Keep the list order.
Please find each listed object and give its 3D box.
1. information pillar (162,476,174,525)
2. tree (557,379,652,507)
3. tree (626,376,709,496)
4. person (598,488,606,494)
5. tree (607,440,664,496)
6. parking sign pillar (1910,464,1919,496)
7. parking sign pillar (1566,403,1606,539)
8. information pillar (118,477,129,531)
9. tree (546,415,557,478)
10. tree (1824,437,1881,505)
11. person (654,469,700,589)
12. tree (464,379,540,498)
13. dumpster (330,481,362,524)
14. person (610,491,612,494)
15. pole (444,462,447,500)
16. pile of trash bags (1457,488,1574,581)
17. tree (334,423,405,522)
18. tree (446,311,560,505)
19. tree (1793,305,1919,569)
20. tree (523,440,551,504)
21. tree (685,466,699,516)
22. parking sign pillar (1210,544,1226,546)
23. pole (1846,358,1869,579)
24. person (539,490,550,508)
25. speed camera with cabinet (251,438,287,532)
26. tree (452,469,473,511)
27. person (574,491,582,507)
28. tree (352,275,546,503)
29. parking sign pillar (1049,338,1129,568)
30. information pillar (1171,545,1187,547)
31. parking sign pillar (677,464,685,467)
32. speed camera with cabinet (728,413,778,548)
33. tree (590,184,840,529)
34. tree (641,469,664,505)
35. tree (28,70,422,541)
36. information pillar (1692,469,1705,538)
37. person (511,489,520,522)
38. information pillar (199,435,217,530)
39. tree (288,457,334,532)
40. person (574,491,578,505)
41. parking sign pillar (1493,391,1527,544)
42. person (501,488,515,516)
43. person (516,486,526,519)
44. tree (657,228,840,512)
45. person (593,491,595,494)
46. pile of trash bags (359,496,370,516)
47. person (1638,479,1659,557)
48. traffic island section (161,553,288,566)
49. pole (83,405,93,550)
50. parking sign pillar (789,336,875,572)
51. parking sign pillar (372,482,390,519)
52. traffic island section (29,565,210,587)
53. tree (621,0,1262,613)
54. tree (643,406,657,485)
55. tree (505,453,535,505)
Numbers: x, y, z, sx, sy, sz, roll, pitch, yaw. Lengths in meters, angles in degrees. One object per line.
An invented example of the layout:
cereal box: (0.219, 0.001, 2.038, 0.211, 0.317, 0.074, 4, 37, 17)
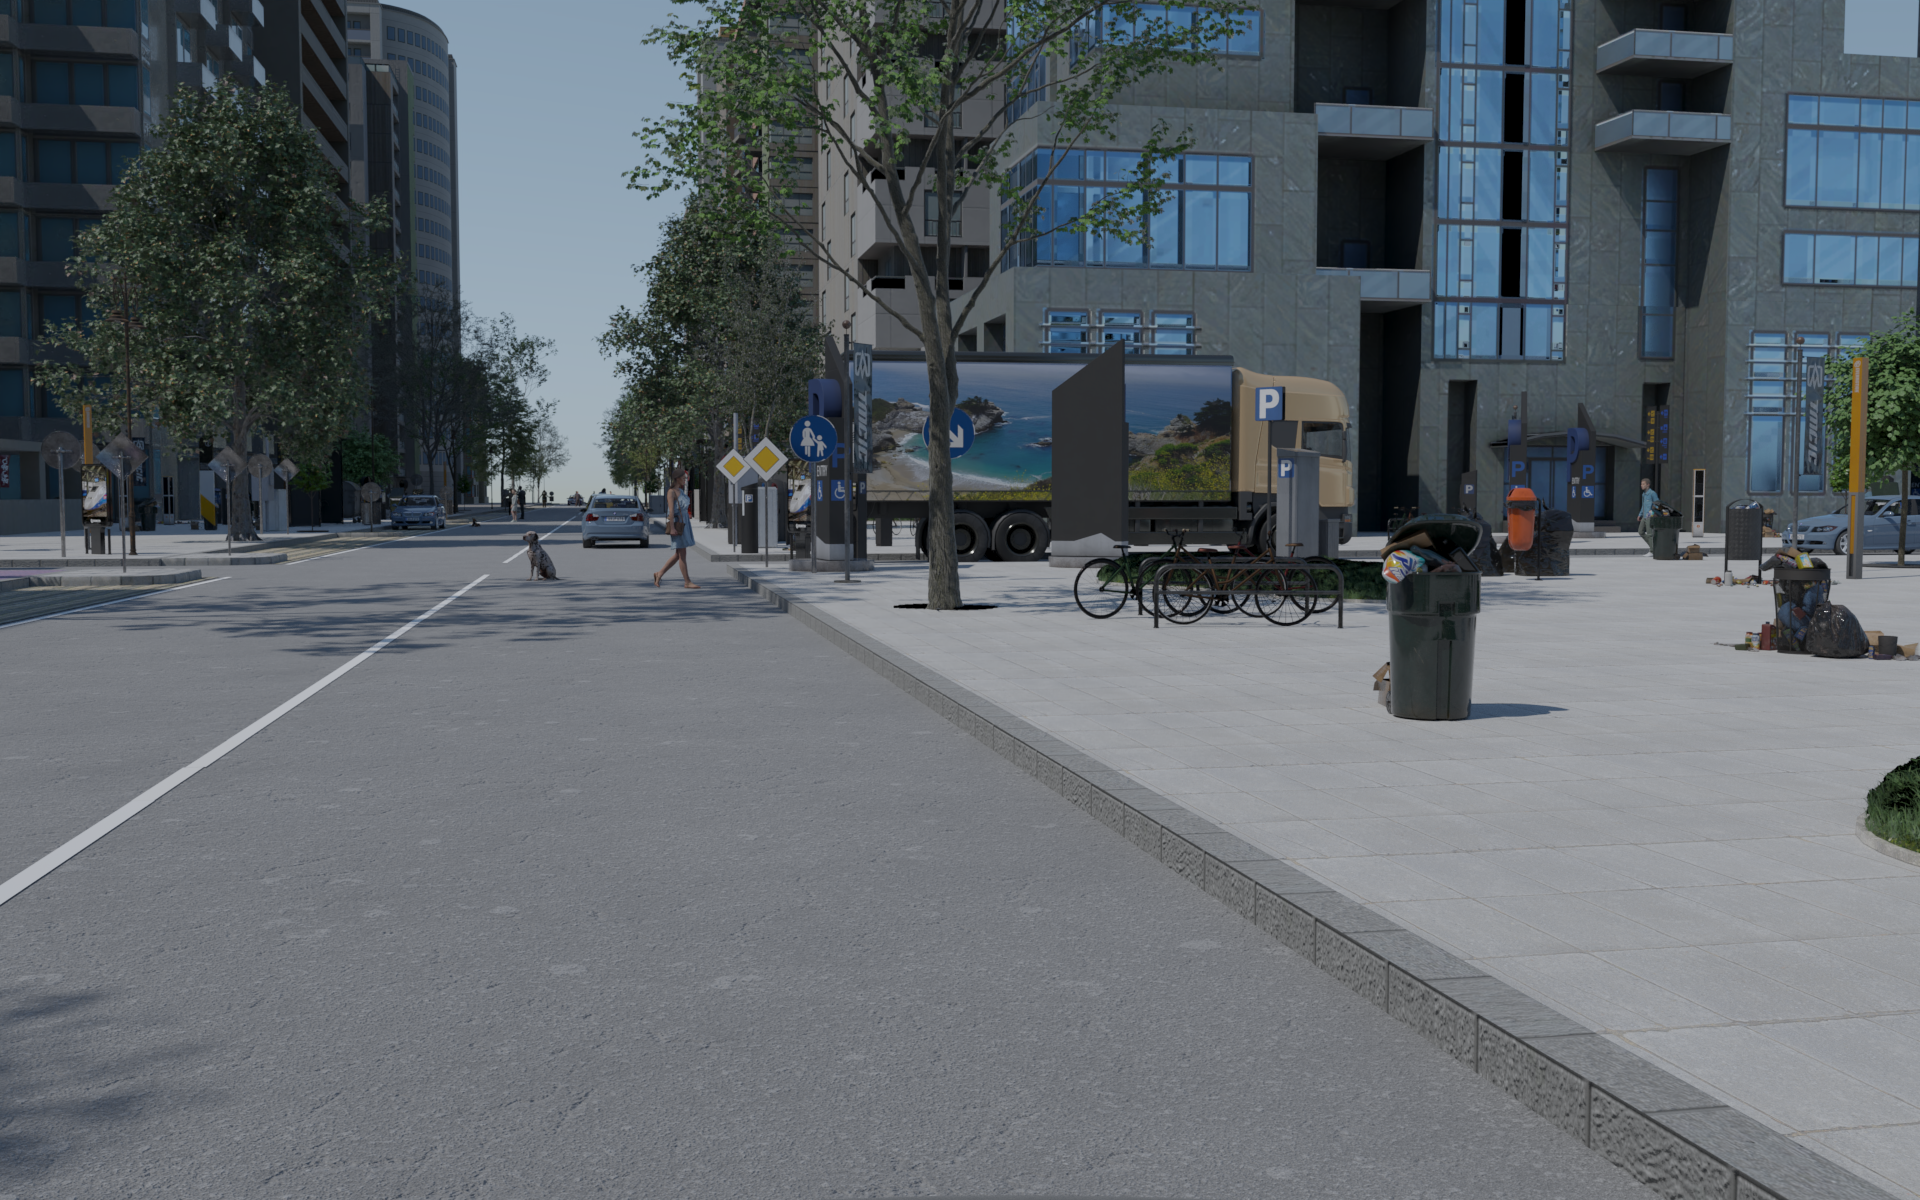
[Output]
information pillar: (-32.655, -4.095, 71.440, 0.304, 2.012, 0.304, 1, 4, 11)
tree: (-32.363, -16.335, 177.453, 12.009, 13.543, 11.850, 0, 3, 0)
tree: (-15.087, -8.649, 91.771, 4.737, 8.622, 4.395, 0, 3, 0)
person: (-21.121, -5.712, 102.150, 0.793, 1.790, 0.793, 2, 4, 27)
tree: (-41.261, -18.614, 222.470, 7.486, 12.596, 7.792, 0, 3, 0)
parking sign pillar: (40.880, -5.232, 74.018, 1.447, 3.967, 1.447, 2, 4, 29)
parking sign pillar: (18.129, -3.796, 50.540, 1.447, 3.967, 1.447, 0, 4, 3)
information pillar: (-29.041, -3.402, 60.120, 0.304, 2.012, 0.304, -2, 4, -27)
tree: (-62.256, -21.126, 255.771, 12.009, 13.543, 11.850, 0, 3, 0)
tree: (24.976, -3.318, 48.846, 1.663, 3.219, 1.824, 0, 3, 0)
person: (-4.296, -1.073, 26.130, 0.778, 1.811, 0.616, 1, 4, 15)
tree: (-44.559, -15.398, 169.883, 7.486, 12.596, 7.792, 0, 3, 0)
dumpster: (-27.027, -4.298, 76.027, 1.264, 1.857, 1.865, -1, 4, -12)
person: (-32.666, -9.300, 161.354, 0.742, 1.727, 0.445, -3, 5, -42)
pole: (-32.262, -7.016, 108.562, 0.158, 3.312, 0.155, 0, 3, 0)
pile of trash bags: (8.618, -1.062, 27.110, 1.912, 1.369, 3.447, 1, 4, 10)
tree: (-27.081, -5.830, 79.038, 4.285, 4.588, 4.351, 0, 3, 0)
tree: (-48.280, -19.974, 182.469, 12.611, 20.169, 13.585, 0, 3, 0)
tree: (16.497, -2.855, 30.390, 4.285, 4.588, 4.351, 0, 3, 0)
tree: (-60.122, -18.121, 246.644, 4.360, 8.622, 3.978, 0, 3, 0)
tree: (-16.216, -6.683, 103.860, 1.663, 3.219, 1.824, 0, 3, 0)
parking sign pillar: (6.946, -3.347, 43.193, 1.447, 3.967, 1.447, 2, 4, 29)
pole: (13.482, -1.968, 26.016, 0.158, 3.312, 0.155, 0, 3, 0)
person: (-44.106, -10.747, 183.844, 1.348, 1.869, 0.705, 1, 4, 20)
speed camera with cabinet: (-23.721, -3.982, 59.448, 0.660, 3.252, 2.038, 0, 4, -4)
tree: (-38.517, -8.529, 134.046, 1.663, 3.219, 1.824, 0, 3, 0)
person: (-43.481, -11.506, 197.182, 0.990, 1.755, 0.434, -2, 4, -26)
tree: (-29.805, -11.440, 97.417, 12.009, 13.543, 11.850, 0, 3, 0)
parking sign pillar: (2.289, -2.569, 30.468, 1.447, 3.967, 1.447, 1, 4, 22)
information pillar: (5.268, -3.104, 42.109, 0.504, 3.616, 0.183, 2, 4, 30)
parking sign pillar: (-17.447, -7.388, 109.259, 1.447, 3.967, 1.447, -2, 4, -29)
speed camera with cabinet: (-5.007, -2.904, 41.816, 0.660, 3.252, 2.038, -2, 4, -26)
tree: (-8.865, -8.994, 64.062, 9.611, 12.733, 9.660, 0, 3, 0)
tree: (-23.307, -8.366, 131.383, 1.663, 3.219, 1.824, 0, 3, 0)
tree: (-19.660, -7.954, 47.057, 9.611, 12.733, 9.660, 0, 3, 0)
information pillar: (21.758, -2.847, 51.034, 0.304, 2.012, 0.304, 1, 4, 18)
person: (-22.678, -4.812, 88.185, 0.522, 1.701, 0.512, -2, 4, -27)
information pillar: (-26.577, -4.270, 61.164, 0.504, 3.616, 0.183, 0, 4, -1)
tree: (-21.955, -3.894, 58.268, 1.663, 3.219, 1.824, 0, 3, 0)
person: (-48.283, -12.811, 217.941, 1.348, 1.826, 0.705, 1, 4, 19)
parking sign pillar: (14.473, -3.454, 44.941, 1.447, 3.967, 1.447, 1, 4, 17)
person: (-29.556, -6.460, 114.127, 1.348, 1.823, 0.705, -2, 4, -24)
person: (-24.960, -5.534, 98.337, 0.474, 1.900, 0.648, 0, 4, 0)
tree: (-5.436, -5.955, 47.734, 4.360, 8.622, 3.978, 0, 3, 0)
person: (-46.674, -12.995, 221.047, 0.705, 1.814, 1.350, 2, 4, 32)
pile of trash bags: (-34.764, -5.569, 100.803, 1.912, 1.369, 3.447, -2, 4, -30)
person: (15.745, -1.877, 39.525, 0.444, 1.785, 0.601, 0, 4, 2)
traffic island section: (-15.231, -0.844, 36.076, 2.009, 0.180, 2.903, -1, 4, -11)
pole: (-20.006, -2.810, 39.795, 0.158, 3.312, 0.155, 0, 3, 0)
parking sign pillar: (-2.161, -2.483, 29.065, 1.447, 3.967, 1.447, -1, 4, -18)
parking sign pillar: (-30.237, -6.228, 90.308, 1.447, 3.967, 1.447, 0, 4, 5)
traffic island section: (-13.646, -0.365, 28.249, 2.009, 0.180, 2.903, -1, 4, -11)
tree: (-0.265, -5.711, 19.124, 9.928, 11.665, 9.643, 0, 3, 0)
tree: (-13.141, -8.088, 82.600, 4.360, 8.622, 3.978, 0, 3, 0)
tree: (-54.298, -16.049, 212.763, 4.737, 8.622, 4.395, 0, 3, 0)
